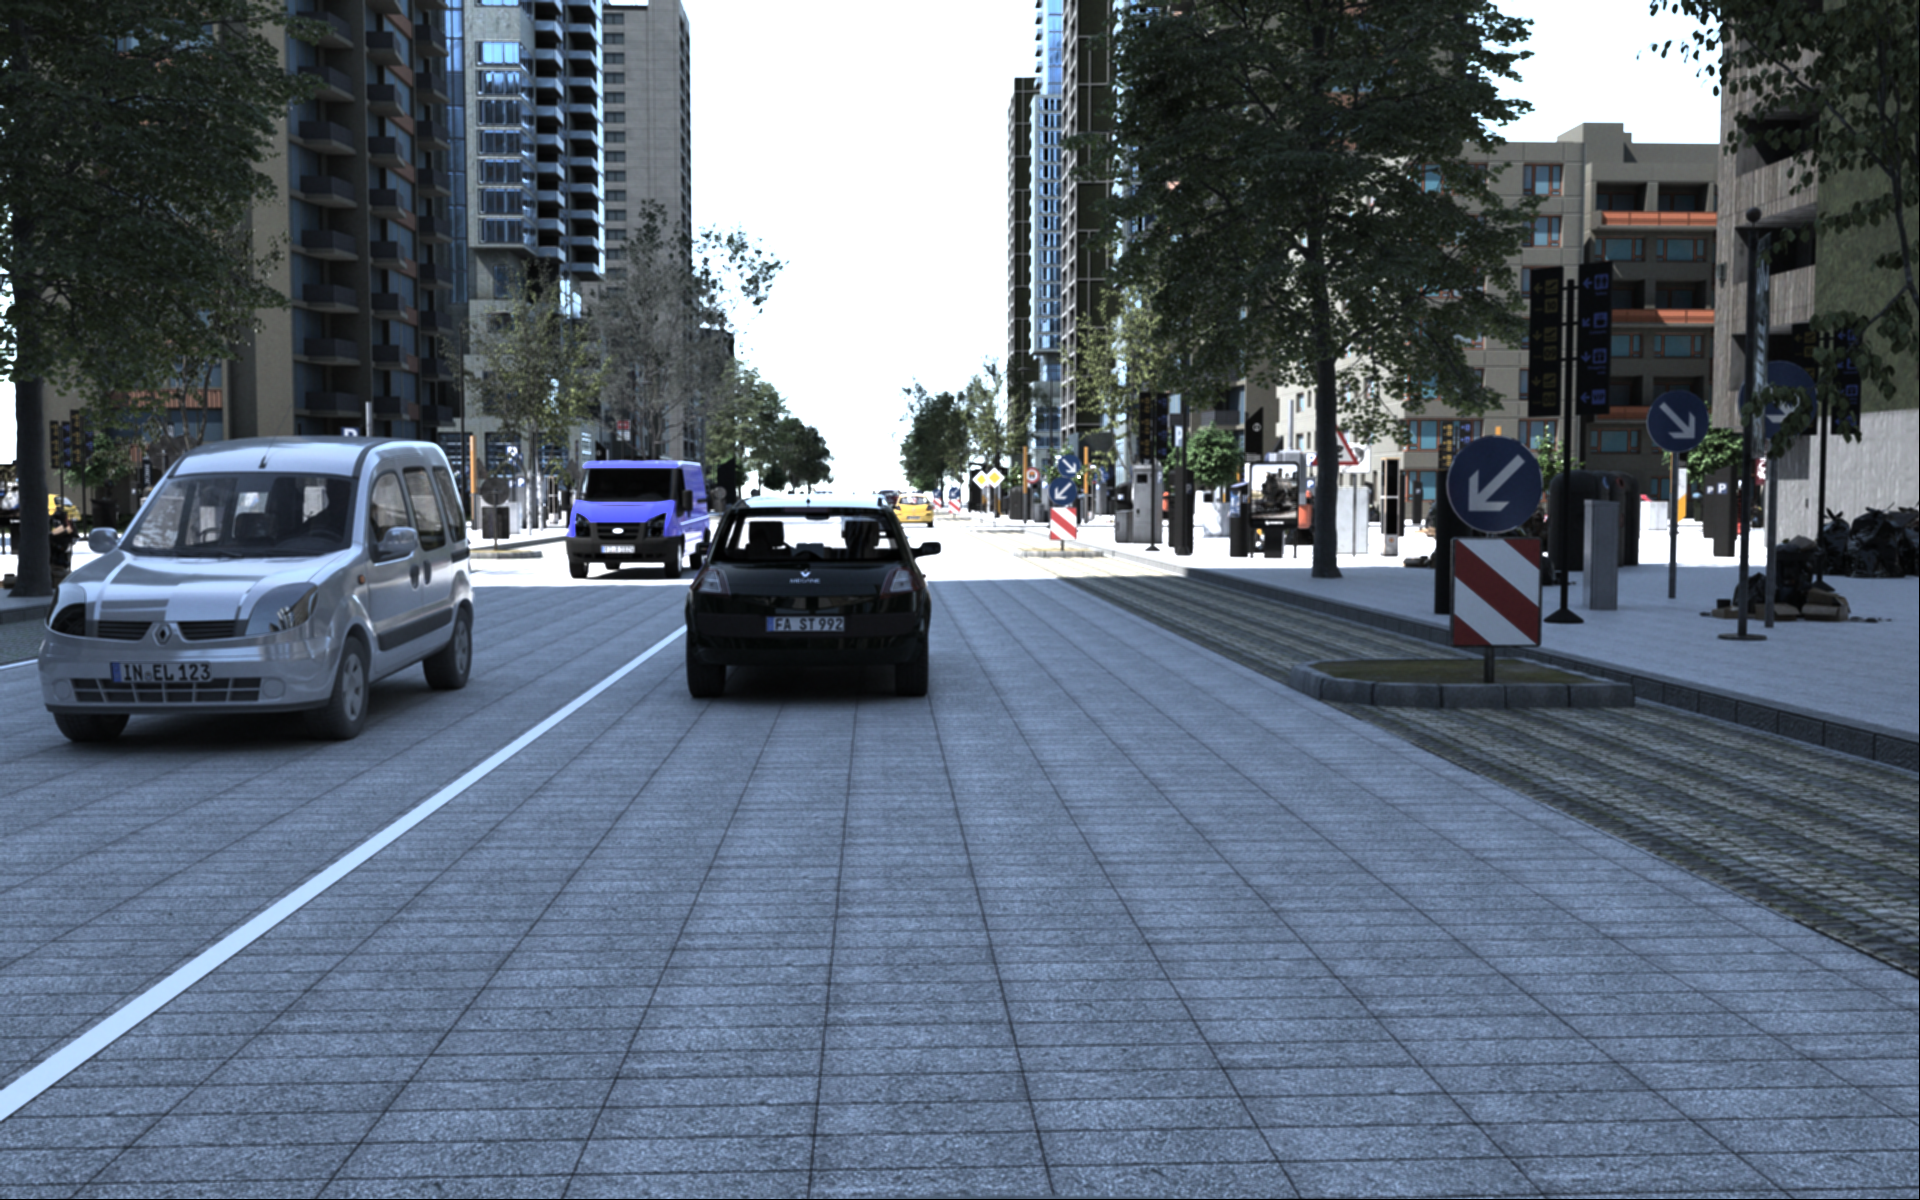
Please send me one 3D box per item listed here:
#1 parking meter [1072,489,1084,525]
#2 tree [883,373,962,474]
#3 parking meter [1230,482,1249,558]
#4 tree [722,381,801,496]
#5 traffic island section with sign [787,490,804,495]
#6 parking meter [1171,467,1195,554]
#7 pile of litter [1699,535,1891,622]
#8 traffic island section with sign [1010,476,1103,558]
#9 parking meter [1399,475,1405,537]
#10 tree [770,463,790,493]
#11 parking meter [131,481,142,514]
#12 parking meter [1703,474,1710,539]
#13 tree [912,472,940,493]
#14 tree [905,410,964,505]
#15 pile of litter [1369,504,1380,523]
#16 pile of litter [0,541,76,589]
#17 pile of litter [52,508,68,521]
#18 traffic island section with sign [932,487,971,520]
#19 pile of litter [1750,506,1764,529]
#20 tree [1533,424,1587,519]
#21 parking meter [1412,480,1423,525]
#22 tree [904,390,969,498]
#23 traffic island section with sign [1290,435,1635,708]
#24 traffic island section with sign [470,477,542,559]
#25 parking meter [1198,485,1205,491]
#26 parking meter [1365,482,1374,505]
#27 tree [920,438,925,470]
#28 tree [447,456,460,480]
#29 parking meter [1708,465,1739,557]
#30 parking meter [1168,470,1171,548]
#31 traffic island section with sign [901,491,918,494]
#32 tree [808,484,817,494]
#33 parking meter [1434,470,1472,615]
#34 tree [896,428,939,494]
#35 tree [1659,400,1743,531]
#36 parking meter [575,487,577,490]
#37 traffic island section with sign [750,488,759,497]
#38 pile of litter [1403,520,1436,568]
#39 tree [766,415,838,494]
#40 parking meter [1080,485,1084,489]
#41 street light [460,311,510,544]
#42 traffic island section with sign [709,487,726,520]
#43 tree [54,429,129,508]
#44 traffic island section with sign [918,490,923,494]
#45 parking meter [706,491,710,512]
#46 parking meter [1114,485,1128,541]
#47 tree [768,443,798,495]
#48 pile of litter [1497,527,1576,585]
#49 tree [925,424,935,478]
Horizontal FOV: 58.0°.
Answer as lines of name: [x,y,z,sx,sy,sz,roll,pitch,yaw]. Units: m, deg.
parking meter: [4.886,-3.923,72.545,0.372,1.533,0.369,0,3,0]
tree: [-5.615,-25.214,268.137,12.611,20.169,13.585,0,3,0]
parking meter: [5.663,-1.634,35.132,0.372,1.533,0.369,0,3,0]
tree: [-18.301,-14.241,158.595,9.928,11.665,9.643,0,3,0]
traffic island section with sign: [-16.769,-9.987,171.908,1.989,1.847,2.006,0,4,-3]
parking meter: [4.801,-1.917,37.059,0.399,1.863,0.255,-3,5,-40]
pile of litter: [8.584,-0.234,17.791,1.719,0.858,1.176,3,5,43]
traffic island section with sign: [2.169,-1.897,39.643,1.989,1.847,2.006,0,4,-3]
parking meter: [13.134,-2.831,51.998,0.255,1.863,0.399,-3,5,-43]
tree: [-19.171,-11.946,179.024,4.285,4.588,4.351,0,3,0]
parking meter: [-36.365,-4.329,76.483,0.399,1.863,0.255,1,4,17]
parking meter: [21.642,-2.699,49.835,0.399,1.863,0.255,3,5,43]
tree: [-4.224,-16.165,248.013,4.285,4.588,4.351,0,3,0]
tree: [-2.667,-17.172,206.518,9.928,11.665,9.643,0,3,0]
pile of litter: [18.747,-3.946,78.479,1.176,0.858,1.719,-1,4,-19]
pile of litter: [-12.596,-0.603,23.827,1.719,0.858,1.176,2,4,32]
pile of litter: [-26.878,-2.281,51.253,1.176,0.858,1.719,2,4,28]
traffic island section with sign: [-0.442,-5.241,94.320,1.989,1.847,2.006,0,4,-3]
pile of litter: [29.718,-3.109,64.796,1.719,0.858,1.176,2,4,31]
tree: [16.310,-3.284,48.292,1.663,3.219,1.824,0,3,0]
parking meter: [19.285,-4.115,72.998,0.399,1.863,0.255,0,4,0]
tree: [-2.380,-16.546,188.648,7.486,12.596,7.792,0,3,0]
traffic island section with sign: [3.465,-0.234,12.451,1.989,1.847,2.006,0,4,-3]
traffic island section with sign: [-10.420,-1.836,38.642,1.989,1.847,2.006,0,4,-3]
parking meter: [15.297,-6.368,109.835,0.399,1.863,0.255,-2,4,-28]
parking meter: [18.934,-4.554,80.161,0.399,1.863,0.255,0,4,8]
tree: [-1.969,-13.928,178.089,4.737,8.622,4.395,0,3,0]
tree: [-23.041,-5.009,76.498,1.663,3.219,1.824,0,3,0]
parking meter: [15.549,-1.805,35.222,0.255,1.863,0.399,-2,4,-34]
parking meter: [5.148,-2.195,41.599,0.255,1.863,0.399,1,4,12]
traffic island section with sign: [-5.438,-11.651,199.127,1.989,1.847,2.006,0,4,-3]
tree: [-25.952,-21.360,299.600,4.737,8.622,4.395,0,3,0]
parking meter: [5.283,-0.619,18.533,0.372,1.533,0.369,0,3,0]
tree: [-6.396,-23.479,290.536,9.857,13.997,8.962,0,3,0]
tree: [26.208,-4.710,60.723,4.285,4.588,4.351,0,3,0]
parking meter: [-31.331,-8.307,141.526,0.255,1.863,0.399,-2,4,-23]
traffic island section with sign: [-14.384,-6.920,121.764,1.989,1.847,2.006,0,4,-3]
pile of litter: [8.335,-0.997,30.261,1.176,0.858,1.719,0,4,8]
tree: [-23.442,-20.046,244.763,9.611,12.733,9.660,0,3,0]
parking meter: [7.465,-6.089,105.263,0.255,1.863,0.399,-2,4,-31]
street light: [-12.118,-4.376,44.089,1.470,5.913,1.316,0,4,-3]
traffic island section with sign: [-13.089,-5.273,94.840,1.989,1.847,2.006,0,4,-3]
tree: [-41.293,-6.028,82.272,4.285,4.588,4.351,0,3,0]
traffic island section with sign: [-1.748,-6.921,121.781,1.989,1.847,2.006,0,4,-3]
parking meter: [-17.632,-6.884,120.961,0.372,1.533,0.369,0,3,0]
parking meter: [4.396,-2.371,47.172,0.372,1.533,0.369,0,3,0]
tree: [-22.306,-16.357,217.796,4.360,8.622,3.978,0,3,0]
pile of litter: [7.870,-0.660,24.764,1.719,0.858,1.176,2,4,31]
tree: [-0.199,-12.555,155.637,4.737,8.622,4.395,0,3,0]
